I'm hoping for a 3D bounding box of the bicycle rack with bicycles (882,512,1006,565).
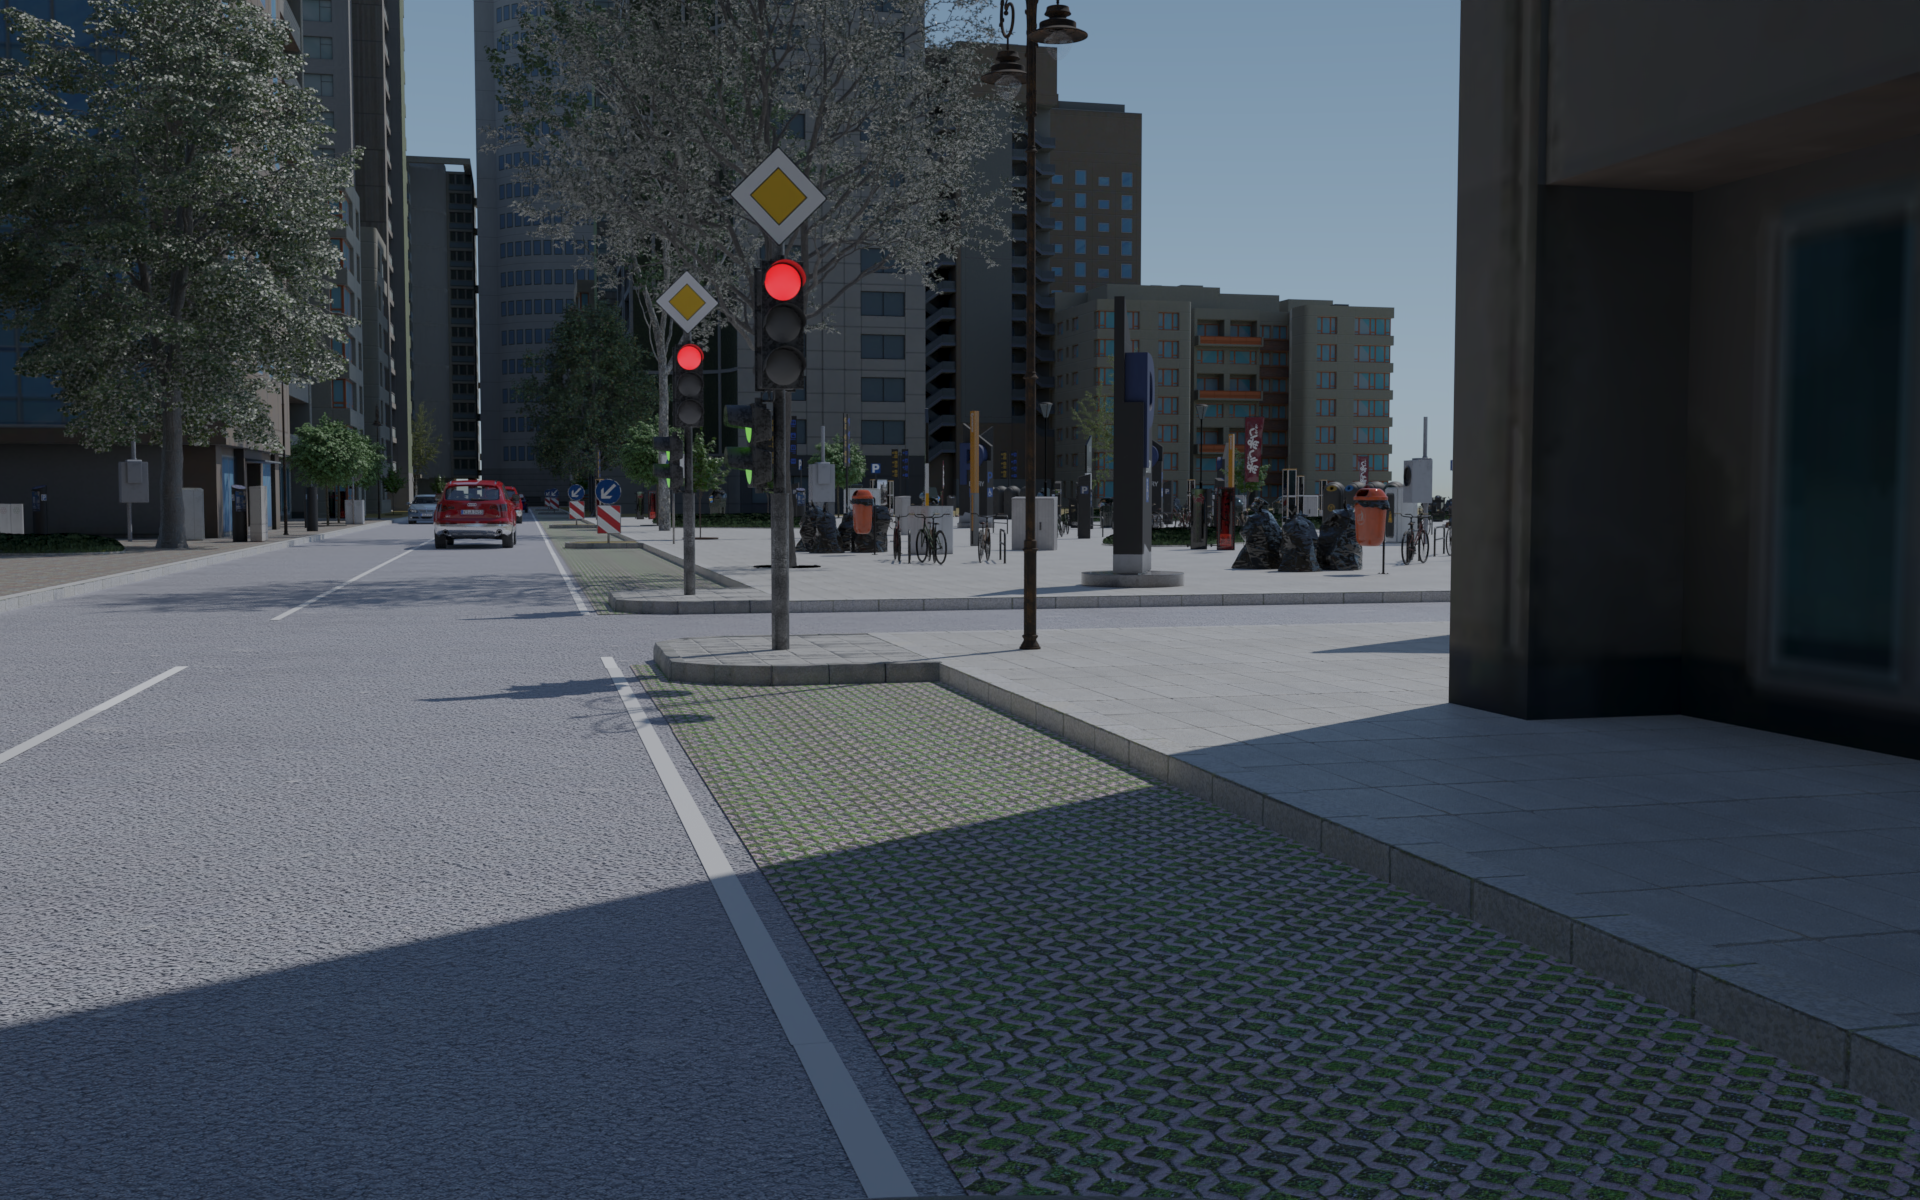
[{"bbox_3d":[-0.203,-1.177,32.631,2.852,0.926,2.925,0,4,0],"label":"bicycle rack with bicycles"}]

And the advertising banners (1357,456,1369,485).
[{"bbox_3d":[19.252,-5.094,79.473,2.074,3.025,0.090,0,4,1],"label":"advertising banners"}]

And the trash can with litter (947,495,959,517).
[{"bbox_3d":[-0.839,-5.245,96.810,2.233,1.210,1.678,1,4,13],"label":"trash can with litter"}]

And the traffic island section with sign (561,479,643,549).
[{"bbox_3d":[-9.461,-2.280,45.901,1.989,1.847,2.006,-1,4,-14],"label":"traffic island section with sign"}]

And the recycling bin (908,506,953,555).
[{"bbox_3d":[-0.631,-1.490,36.911,0.722,1.027,0.722,-3,5,-44],"label":"recycling bin"}]

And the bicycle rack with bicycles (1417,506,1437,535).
[{"bbox_3d":[13.830,-2.506,54.359,2.852,0.926,2.925,3,4,37],"label":"bicycle rack with bicycles"}]

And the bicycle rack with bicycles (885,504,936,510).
[{"bbox_3d":[-2.012,-3.000,62.431,2.852,0.926,2.925,1,4,17],"label":"bicycle rack with bicycles"}]

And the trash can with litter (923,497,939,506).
[{"bbox_3d":[-1.143,-3.839,74.155,0.624,1.170,1.055,2,4,26],"label":"trash can with litter"}]

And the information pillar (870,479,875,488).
[{"bbox_3d":[-4.318,-5.051,87.071,0.304,2.012,0.304,-2,4,-28],"label":"information pillar"}]

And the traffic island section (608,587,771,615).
[{"bbox_3d":[-3.418,0.014,22.052,2.009,0.180,2.903,-1,4,-14],"label":"traffic island section"}]

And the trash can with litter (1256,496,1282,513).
[{"bbox_3d":[12.095,-3.490,68.455,1.055,1.170,0.624,-1,4,-19],"label":"trash can with litter"}]

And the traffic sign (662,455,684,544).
[{"bbox_3d":[-7.326,-2.577,44.261,0.606,2.300,0.079,-1,4,-8],"label":"traffic sign"}]

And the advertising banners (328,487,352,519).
[{"bbox_3d":[-32.096,-5.734,89.933,2.074,3.025,0.090,2,4,27],"label":"advertising banners"}]

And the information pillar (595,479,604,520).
[{"bbox_3d":[-17.875,-4.985,85.989,0.304,2.012,0.304,2,4,32],"label":"information pillar"}]

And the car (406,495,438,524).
[{"bbox_3d":[-25.791,-4.406,84.037,2.014,1.417,4.499,-1,4,-15],"label":"car"}]

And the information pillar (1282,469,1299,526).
[{"bbox_3d":[9.640,-2.826,50.704,0.304,2.012,0.304,-1,4,-20],"label":"information pillar"}]

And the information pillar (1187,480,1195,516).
[{"bbox_3d":[11.754,-5.115,88.121,0.304,2.012,0.304,-1,4,-15],"label":"information pillar"}]

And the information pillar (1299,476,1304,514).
[{"bbox_3d":[13.671,-4.000,69.898,0.304,2.012,0.304,-2,4,-26],"label":"information pillar"}]

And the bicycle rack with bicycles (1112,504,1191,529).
[{"bbox_3d":[6.778,-3.025,62.845,2.852,0.926,2.925,-2,4,-30],"label":"bicycle rack with bicycles"}]

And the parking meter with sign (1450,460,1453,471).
[{"bbox_3d":[25.636,-5.675,89.043,0.543,3.016,1.738,2,4,27],"label":"parking meter with sign"}]

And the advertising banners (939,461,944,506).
[{"bbox_3d":[-0.928,-5.707,89.505,0.090,3.025,2.074,0,4,5],"label":"advertising banners"}]

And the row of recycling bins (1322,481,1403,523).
[{"bbox_3d":[13.436,-3.085,57.548,1.069,1.692,3.534,-2,4,-33],"label":"row of recycling bins"}]

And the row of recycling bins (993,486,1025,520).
[{"bbox_3d":[2.430,-4.938,87.846,1.069,1.692,3.534,-3,5,-43],"label":"row of recycling bins"}]

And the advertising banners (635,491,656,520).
[{"bbox_3d":[-15.620,-5.596,87.684,0.090,3.025,2.074,3,5,42],"label":"advertising banners"}]

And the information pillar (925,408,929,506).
[{"bbox_3d":[-0.905,-3.416,47.211,0.183,3.616,0.504,0,4,-4],"label":"information pillar"}]

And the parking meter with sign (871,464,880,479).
[{"bbox_3d":[-4.678,-6.240,98.277,0.543,3.016,1.738,-1,4,-10],"label":"parking meter with sign"}]

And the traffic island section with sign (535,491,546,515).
[{"bbox_3d":[-28.526,-6.888,121.253,1.989,1.847,2.006,-1,4,-14],"label":"traffic island section with sign"}]

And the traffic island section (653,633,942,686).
[{"bbox_3d":[-1.459,0.488,14.310,2.009,0.180,2.903,-1,4,-14],"label":"traffic island section"}]

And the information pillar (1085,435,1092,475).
[{"bbox_3d":[5.097,-4.735,68.772,0.183,3.616,0.504,2,4,27],"label":"information pillar"}]

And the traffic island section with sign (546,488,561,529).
[{"bbox_3d":[-16.155,-3.898,72.362,1.989,1.847,2.006,-1,4,-14],"label":"traffic island section with sign"}]

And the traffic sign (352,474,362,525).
[{"bbox_3d":[-25.444,-4.434,72.605,0.768,2.556,0.104,-1,4,-9],"label":"traffic sign"}]

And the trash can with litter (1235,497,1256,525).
[{"bbox_3d":[10.484,-3.275,64.941,0.624,1.170,1.055,-1,4,-13],"label":"trash can with litter"}]

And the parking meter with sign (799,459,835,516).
[{"bbox_3d":[-7.163,-5.533,86.727,1.738,3.016,0.543,-1,4,-22],"label":"parking meter with sign"}]

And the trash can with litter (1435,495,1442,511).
[{"bbox_3d":[29.706,-5.885,107.279,1.678,1.210,2.233,-1,4,-18],"label":"trash can with litter"}]

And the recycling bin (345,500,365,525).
[{"bbox_3d":[-25.548,-3.704,73.107,0.722,1.027,0.722,-1,4,-15],"label":"recycling bin"}]

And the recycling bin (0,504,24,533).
[{"bbox_3d":[-24.499,-1.942,44.313,0.722,1.027,0.722,2,4,30],"label":"recycling bin"}]

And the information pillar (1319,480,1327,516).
[{"bbox_3d":[18.750,-5.196,89.441,0.304,2.012,0.304,-1,4,-9],"label":"information pillar"}]

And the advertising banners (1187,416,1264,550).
[{"bbox_3d":[6.056,-2.651,39.533,2.074,3.025,0.090,3,5,43],"label":"advertising banners"}]

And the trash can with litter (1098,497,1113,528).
[{"bbox_3d":[5.488,-3.335,65.907,0.624,1.170,1.055,0,4,-4],"label":"trash can with litter"}]

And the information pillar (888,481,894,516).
[{"bbox_3d":[-3.909,-5.625,96.468,0.304,2.012,0.304,3,5,40],"label":"information pillar"}]

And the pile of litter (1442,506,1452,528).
[{"bbox_3d":[18.811,-3.155,65.553,1.176,0.858,1.719,-1,4,-23],"label":"pile of litter"}]
